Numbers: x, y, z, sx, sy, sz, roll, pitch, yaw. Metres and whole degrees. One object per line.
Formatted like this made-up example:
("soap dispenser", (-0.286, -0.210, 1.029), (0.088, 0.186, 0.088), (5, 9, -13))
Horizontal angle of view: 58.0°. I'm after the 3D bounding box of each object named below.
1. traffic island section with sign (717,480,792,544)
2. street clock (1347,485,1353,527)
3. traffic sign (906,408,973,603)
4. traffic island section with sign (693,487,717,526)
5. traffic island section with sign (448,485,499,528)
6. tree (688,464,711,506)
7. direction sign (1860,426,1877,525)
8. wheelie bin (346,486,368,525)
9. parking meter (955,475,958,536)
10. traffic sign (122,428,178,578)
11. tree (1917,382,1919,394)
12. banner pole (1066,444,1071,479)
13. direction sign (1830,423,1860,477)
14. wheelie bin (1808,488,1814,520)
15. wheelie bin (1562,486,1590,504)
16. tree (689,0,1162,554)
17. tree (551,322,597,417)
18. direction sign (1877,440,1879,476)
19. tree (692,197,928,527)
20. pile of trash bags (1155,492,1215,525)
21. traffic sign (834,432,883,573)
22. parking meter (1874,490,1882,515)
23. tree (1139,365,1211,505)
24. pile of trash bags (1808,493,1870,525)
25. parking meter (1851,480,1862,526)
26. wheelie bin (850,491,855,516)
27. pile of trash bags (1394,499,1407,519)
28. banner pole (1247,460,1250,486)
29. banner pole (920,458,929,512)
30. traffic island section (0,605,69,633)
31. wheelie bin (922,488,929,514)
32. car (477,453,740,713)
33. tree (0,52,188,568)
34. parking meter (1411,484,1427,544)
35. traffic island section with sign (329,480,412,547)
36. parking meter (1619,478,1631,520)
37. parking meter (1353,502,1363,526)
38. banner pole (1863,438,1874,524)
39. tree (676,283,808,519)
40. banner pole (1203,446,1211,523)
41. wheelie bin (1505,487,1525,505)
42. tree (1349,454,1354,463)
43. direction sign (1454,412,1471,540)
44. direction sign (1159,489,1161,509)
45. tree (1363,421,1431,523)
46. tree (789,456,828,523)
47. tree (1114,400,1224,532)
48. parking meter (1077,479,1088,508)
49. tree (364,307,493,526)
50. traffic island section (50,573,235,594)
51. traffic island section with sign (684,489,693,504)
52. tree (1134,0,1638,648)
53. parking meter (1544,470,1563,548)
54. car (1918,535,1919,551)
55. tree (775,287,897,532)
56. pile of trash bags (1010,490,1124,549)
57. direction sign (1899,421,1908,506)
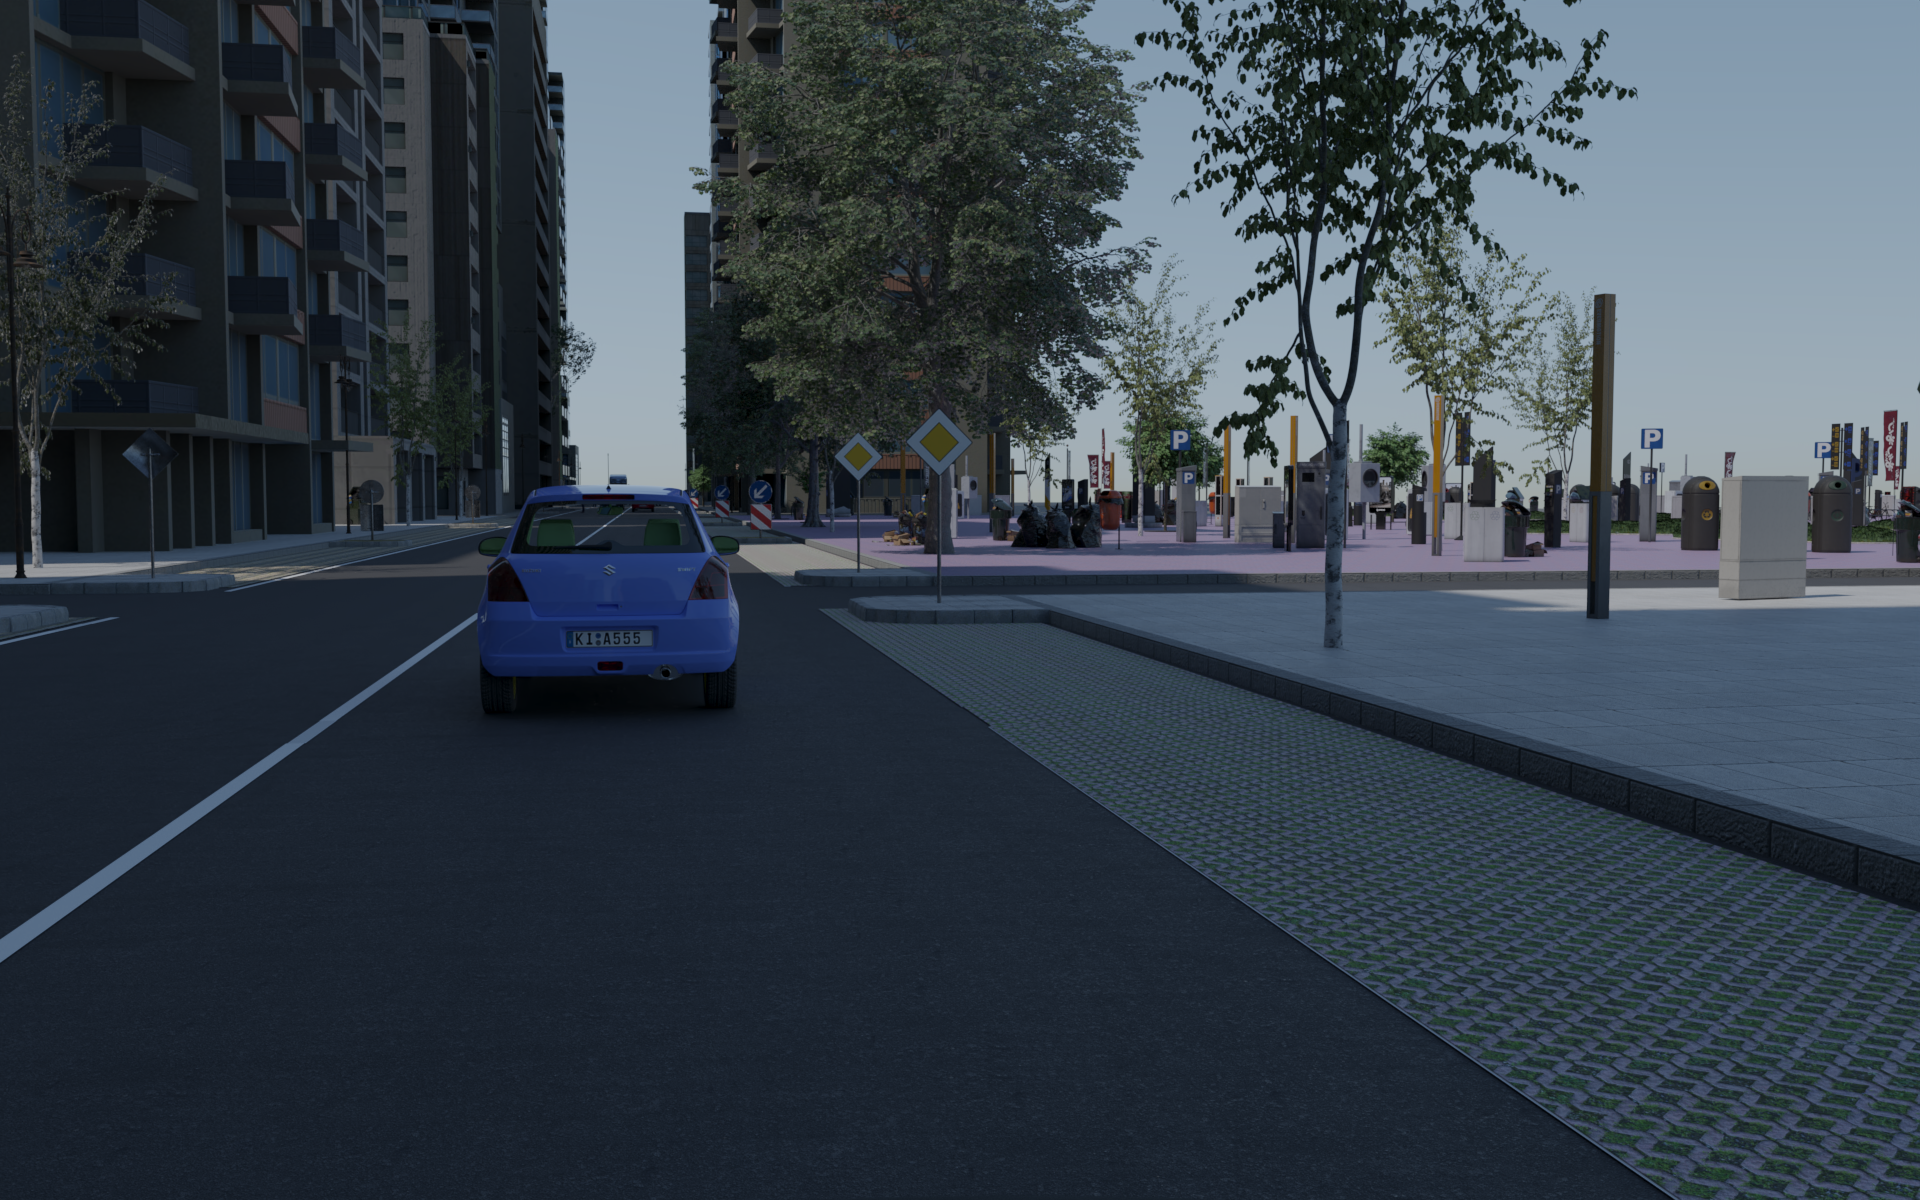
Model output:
("traffic island section with sign", (-5.995, -2.577, 50.755), (1.989, 1.847, 2.006), (-1, 4, -10))
("street clock", (15.348, -3.886, 68.109), (0.358, 2.002, 0.471), (0, 4, 0))
("traffic sign", (-0.248, -1.020, 20.328), (0.795, 2.450, 0.064), (-1, 4, -10))
("traffic island section with sign", (-10.755, -4.199, 77.289), (1.989, 1.847, 2.006), (-1, 4, -10))
("traffic island section with sign", (-20.973, -4.039, 74.661), (1.989, 1.847, 2.006), (-1, 4, -10))
("tree", (-27.991, -12.553, 188.947), (4.285, 4.588, 4.351), (0, 3, 0))
("direction sign", (30.458, -4.061, 58.396), (0.379, 3.537, 0.876), (1, 4, 13))
("wheelie bin", (-25.075, -3.931, 72.173), (0.693, 1.594, 0.980), (1, 4, 16))
("parking meter", (-0.285, -2.862, 52.508), (0.399, 1.863, 0.255), (3, 5, 40))
("traffic sign", (-12.285, -1.387, 26.313), (0.795, 2.450, 0.064), (-1, 4, -10))
("tree", (5.055, -3.414, 6.180), (4.737, 8.622, 4.395), (0, 3, 0))
("banner pole", (5.477, -5.956, 87.405), (0.401, 3.779, 0.863), (1, 4, 19))
("direction sign", (28.176, -3.878, 55.408), (0.379, 3.537, 0.876), (-1, 4, -16))
("wheelie bin", (41.641, -4.683, 84.474), (0.980, 1.594, 0.693), (-3, 4, -38))
("wheelie bin", (23.330, -3.491, 64.983), (0.980, 1.594, 0.693), (-1, 4, -16))
("tree", (-0.563, -7.971, 36.974), (9.857, 13.997, 8.962), (0, 3, 0))
("tree", (-43.445, -19.455, 173.983), (12.611, 20.169, 13.585), (0, 3, 0))
("direction sign", (38.637, -4.988, 73.550), (0.379, 3.537, 0.876), (-1, 4, -14))
("tree", (-5.597, -9.176, 67.039), (9.611, 12.733, 9.660), (0, 3, 0))
("pile of trash bags", (9.440, -3.806, 71.975), (3.447, 1.369, 1.912), (-2, 4, -28))
("traffic sign", (-1.656, -1.501, 28.188), (0.795, 2.450, 0.064), (-1, 4, -10))
("parking meter", (51.443, -5.420, 97.030), (0.372, 1.533, 0.369), (0, 3, 0))
("tree", (11.679, -8.987, 97.305), (4.360, 8.622, 3.978), (0, 3, 0))
("pile of trash bags", (36.388, -3.839, 72.520), (1.912, 1.369, 3.447), (-1, 4, -18))
("parking meter", (36.222, -3.933, 70.023), (0.399, 1.863, 0.255), (0, 4, 7))
("wheelie bin", (-6.650, -5.854, 103.613), (0.693, 1.594, 0.980), (0, 4, -6))
("pile of trash bags", (22.998, -4.876, 89.478), (3.447, 1.369, 1.912), (-1, 4, -21))
("banner pole", (14.062, -5.775, 84.431), (0.401, 3.779, 0.863), (1, 4, 20))
("banner pole", (-1.860, -6.212, 91.576), (0.863, 3.779, 0.401), (-2, 4, -26))
("traffic island section", (-10.900, 0.231, 18.510), (2.009, 0.180, 2.903), (-1, 4, -10))
("wheelie bin", (-1.379, -4.771, 85.918), (0.980, 1.594, 0.693), (-2, 4, -24))
("car", (-2.569, -0.193, 12.740), (1.945, 1.707, 3.694), (-1, 4, -11))
("tree", (-15.878, -4.872, 30.016), (4.360, 8.622, 3.978), (0, 3, 0))
("parking meter", (11.724, -2.190, 44.220), (0.372, 1.533, 0.369), (0, 3, 0))
("traffic island section with sign", (-16.088, -2.369, 47.364), (1.989, 1.847, 2.006), (-1, 4, -10))
("parking meter", (24.373, -3.534, 63.495), (0.255, 1.863, 0.399), (-1, 4, -11))
("parking meter", (16.169, -3.786, 70.308), (0.372, 1.533, 0.369), (0, 3, 0))
("banner pole", (35.523, -4.754, 67.738), (0.863, 3.779, 0.401), (-3, 5, -40))
("tree", (-9.164, -10.848, 87.742), (12.009, 13.543, 11.850), (0, 3, 0))
("banner pole", (10.929, -5.329, 77.144), (0.401, 3.779, 0.863), (2, 4, 24))
("wheelie bin", (24.799, -4.255, 77.469), (0.693, 1.594, 0.980), (3, 4, 36))
("tree", (18.505, -5.384, 82.636), (1.663, 3.219, 1.824), (0, 3, 0))
("direction sign", (13.909, -3.423, 47.959), (0.379, 3.537, 0.876), (-1, 4, -9))
("direction sign", (8.481, -4.981, 73.443), (0.876, 3.537, 0.379), (0, 4, -2))
("tree", (19.569, -5.776, 78.145), (4.285, 4.588, 4.351), (0, 3, 0))
("tree", (-6.600, -5.063, 77.383), (1.663, 3.219, 1.824), (0, 3, 0))
("tree", (6.917, -4.596, 58.865), (4.285, 4.588, 4.351), (0, 3, 0))
("parking meter", (4.743, -3.745, 66.935), (0.255, 1.863, 0.399), (-3, 5, -41))
("tree", (-21.936, -7.270, 69.227), (4.737, 8.622, 4.395), (0, 3, 0))
("traffic island section", (-12.307, -0.250, 26.371), (2.009, 0.180, 2.903), (-1, 4, -10))
("traffic island section with sign", (-19.583, -7.215, 126.587), (1.989, 1.847, 2.006), (-1, 4, -10))
("tree", (3.296, -3.919, 14.432), (4.737, 8.622, 4.395), (0, 3, 0))
("parking meter", (14.226, -2.192, 41.548), (0.399, 1.863, 0.255), (-3, 4, -37))
("car", (18.519, -1.209, 28.439), (5.304, 1.827, 2.281), (-1, 4, -11))
("tree", (-4.243, -6.580, 57.943), (4.360, 8.622, 3.978), (0, 3, 0))
("pile of trash bags", (2.737, -1.926, 41.241), (1.912, 1.369, 3.447), (-2, 4, -33))
("direction sign", (29.581, -3.814, 54.357), (0.379, 3.537, 0.876), (1, 4, 17))
